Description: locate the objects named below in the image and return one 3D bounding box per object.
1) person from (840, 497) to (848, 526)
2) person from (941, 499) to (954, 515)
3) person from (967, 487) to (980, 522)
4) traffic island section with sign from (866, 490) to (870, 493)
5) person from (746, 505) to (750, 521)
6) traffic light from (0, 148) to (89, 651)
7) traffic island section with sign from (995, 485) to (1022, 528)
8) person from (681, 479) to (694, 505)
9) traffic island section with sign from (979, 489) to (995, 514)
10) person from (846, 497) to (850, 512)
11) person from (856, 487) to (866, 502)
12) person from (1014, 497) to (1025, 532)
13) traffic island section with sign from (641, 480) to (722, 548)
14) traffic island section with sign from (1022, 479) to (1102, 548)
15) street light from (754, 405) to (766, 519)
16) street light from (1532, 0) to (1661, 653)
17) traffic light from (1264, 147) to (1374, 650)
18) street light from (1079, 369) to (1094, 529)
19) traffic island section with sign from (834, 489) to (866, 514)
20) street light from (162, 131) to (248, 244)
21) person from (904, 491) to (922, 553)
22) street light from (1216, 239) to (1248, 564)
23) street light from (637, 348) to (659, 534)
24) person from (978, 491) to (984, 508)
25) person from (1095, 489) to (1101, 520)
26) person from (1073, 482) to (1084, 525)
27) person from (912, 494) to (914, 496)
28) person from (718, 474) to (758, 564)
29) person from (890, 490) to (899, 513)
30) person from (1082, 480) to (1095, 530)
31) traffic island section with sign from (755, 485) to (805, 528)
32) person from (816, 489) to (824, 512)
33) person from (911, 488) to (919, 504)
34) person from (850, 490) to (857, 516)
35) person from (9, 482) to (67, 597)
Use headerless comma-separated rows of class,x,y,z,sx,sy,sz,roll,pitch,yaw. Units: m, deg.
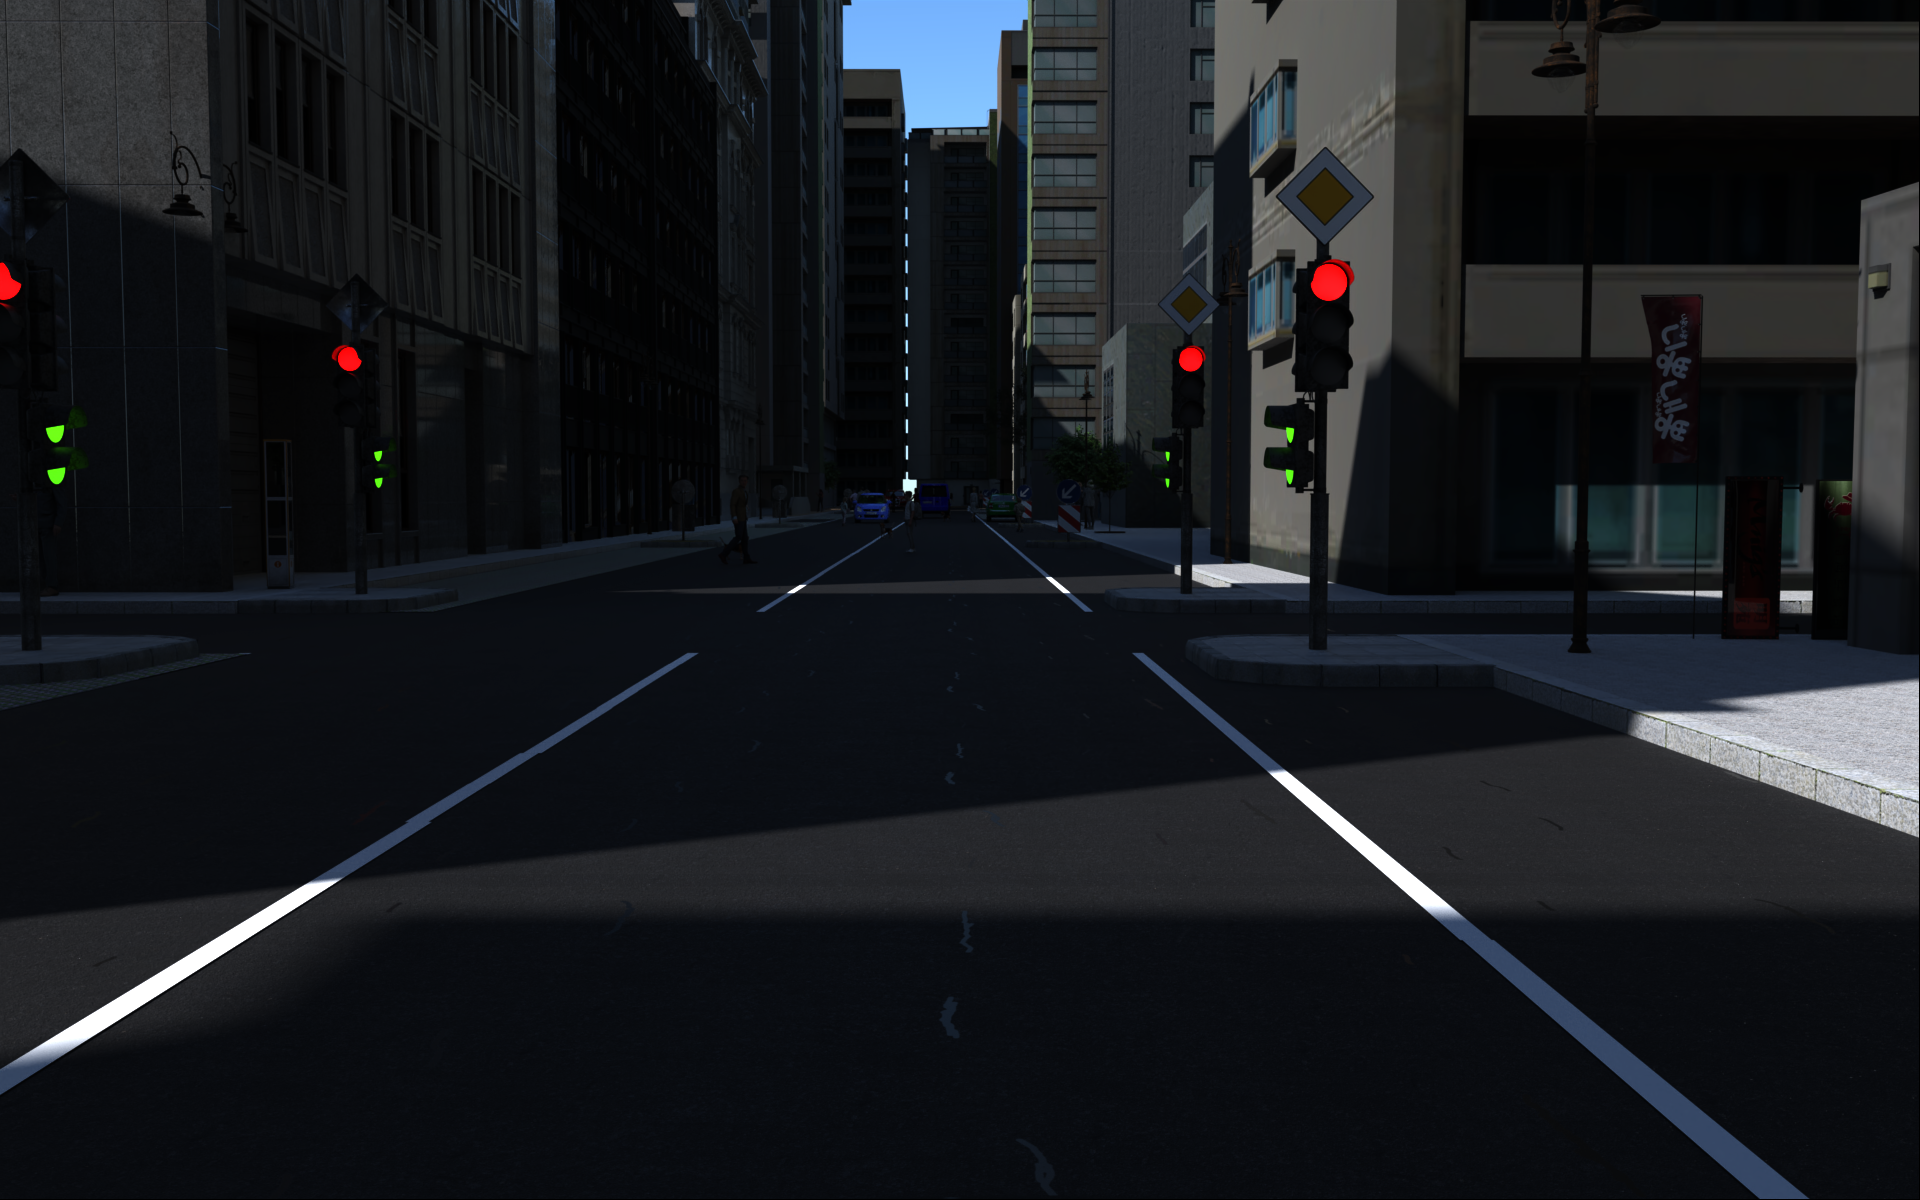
person,-5.147,-3.928,76.999,0.425,1.301,0.394,2,4,24
person,-1.083,-6.594,116.329,1.348,1.823,0.705,0,4,3
person,0.678,-4.904,89.038,0.624,1.780,0.694,-3,5,-41
traffic island section with sign,-8.107,-8.761,151.872,1.989,1.847,2.006,0,4,0
person,-9.901,-4.209,79.881,0.382,1.210,0.505,0,4,-3
traffic light,-7.621,-1.542,14.130,0.839,4.253,0.868,0,4,0
traffic island section with sign,2.642,-4.038,74.652,1.989,1.847,2.006,0,4,0
person,-9.653,-3.406,61.755,0.581,1.822,0.654,3,5,40
traffic island section with sign,2.360,-7.103,124.767,1.989,1.847,2.006,0,4,0
person,-8.217,-7.205,126.977,0.551,1.740,0.621,2,4,25
person,-5.349,-5.291,94.853,0.661,1.843,0.795,-1,4,-19
person,2.224,-3.206,65.195,0.475,1.303,0.640,-2,4,-34
traffic island section with sign,-7.519,-2.346,46.991,1.989,1.847,2.006,0,4,0
traffic island section with sign,2.796,-2.347,47.005,1.989,1.847,2.006,0,4,0
street light,-10.125,-7.035,87.816,0.468,5.910,1.993,0,4,0
street light,5.018,-2.512,13.853,0.468,5.910,1.993,0,4,0
traffic light,2.940,-1.546,14.205,0.839,4.253,0.868,0,4,0
street light,4.681,-5.589,64.163,0.468,5.910,1.993,0,4,0
traffic island section with sign,-7.963,-7.058,124.025,1.989,1.847,2.006,0,4,0
street light,-9.768,-3.045,22.579,0.468,5.910,1.993,0,4,0
person,-1.215,-1.928,42.619,0.503,1.515,0.523,3,5,42
street light,4.922,-3.600,31.643,0.468,5.910,1.993,0,4,0
street light,-9.905,-5.034,55.099,0.468,5.910,1.993,0,4,0
person,1.952,-9.165,159.059,1.217,1.736,0.721,2,4,29
person,6.862,-4.710,83.034,0.713,1.824,0.794,-2,4,-33
person,4.809,-3.940,70.888,0.534,1.772,0.576,0,4,3
person,-4.486,-10.117,174.594,1.217,1.739,0.721,0,4,0
person,-4.536,-1.654,35.452,0.836,1.842,0.656,-1,4,-19
person,-5.051,-7.635,133.856,0.721,1.766,1.217,-2,4,-32
person,4.616,-3.439,62.450,0.537,1.800,0.526,-1,4,-16
traffic island section with sign,-7.667,-3.995,73.945,1.989,1.847,2.006,0,4,0
person,-10.068,-7.135,124.175,0.593,1.643,0.415,0,4,3
person,-2.786,-6.131,108.709,0.705,1.831,1.348,2,4,26
person,-6.905,-6.383,113.807,0.756,1.711,0.436,-1,4,-12
person,-11.599,-0.954,21.809,0.661,1.801,0.590,1,4,21
